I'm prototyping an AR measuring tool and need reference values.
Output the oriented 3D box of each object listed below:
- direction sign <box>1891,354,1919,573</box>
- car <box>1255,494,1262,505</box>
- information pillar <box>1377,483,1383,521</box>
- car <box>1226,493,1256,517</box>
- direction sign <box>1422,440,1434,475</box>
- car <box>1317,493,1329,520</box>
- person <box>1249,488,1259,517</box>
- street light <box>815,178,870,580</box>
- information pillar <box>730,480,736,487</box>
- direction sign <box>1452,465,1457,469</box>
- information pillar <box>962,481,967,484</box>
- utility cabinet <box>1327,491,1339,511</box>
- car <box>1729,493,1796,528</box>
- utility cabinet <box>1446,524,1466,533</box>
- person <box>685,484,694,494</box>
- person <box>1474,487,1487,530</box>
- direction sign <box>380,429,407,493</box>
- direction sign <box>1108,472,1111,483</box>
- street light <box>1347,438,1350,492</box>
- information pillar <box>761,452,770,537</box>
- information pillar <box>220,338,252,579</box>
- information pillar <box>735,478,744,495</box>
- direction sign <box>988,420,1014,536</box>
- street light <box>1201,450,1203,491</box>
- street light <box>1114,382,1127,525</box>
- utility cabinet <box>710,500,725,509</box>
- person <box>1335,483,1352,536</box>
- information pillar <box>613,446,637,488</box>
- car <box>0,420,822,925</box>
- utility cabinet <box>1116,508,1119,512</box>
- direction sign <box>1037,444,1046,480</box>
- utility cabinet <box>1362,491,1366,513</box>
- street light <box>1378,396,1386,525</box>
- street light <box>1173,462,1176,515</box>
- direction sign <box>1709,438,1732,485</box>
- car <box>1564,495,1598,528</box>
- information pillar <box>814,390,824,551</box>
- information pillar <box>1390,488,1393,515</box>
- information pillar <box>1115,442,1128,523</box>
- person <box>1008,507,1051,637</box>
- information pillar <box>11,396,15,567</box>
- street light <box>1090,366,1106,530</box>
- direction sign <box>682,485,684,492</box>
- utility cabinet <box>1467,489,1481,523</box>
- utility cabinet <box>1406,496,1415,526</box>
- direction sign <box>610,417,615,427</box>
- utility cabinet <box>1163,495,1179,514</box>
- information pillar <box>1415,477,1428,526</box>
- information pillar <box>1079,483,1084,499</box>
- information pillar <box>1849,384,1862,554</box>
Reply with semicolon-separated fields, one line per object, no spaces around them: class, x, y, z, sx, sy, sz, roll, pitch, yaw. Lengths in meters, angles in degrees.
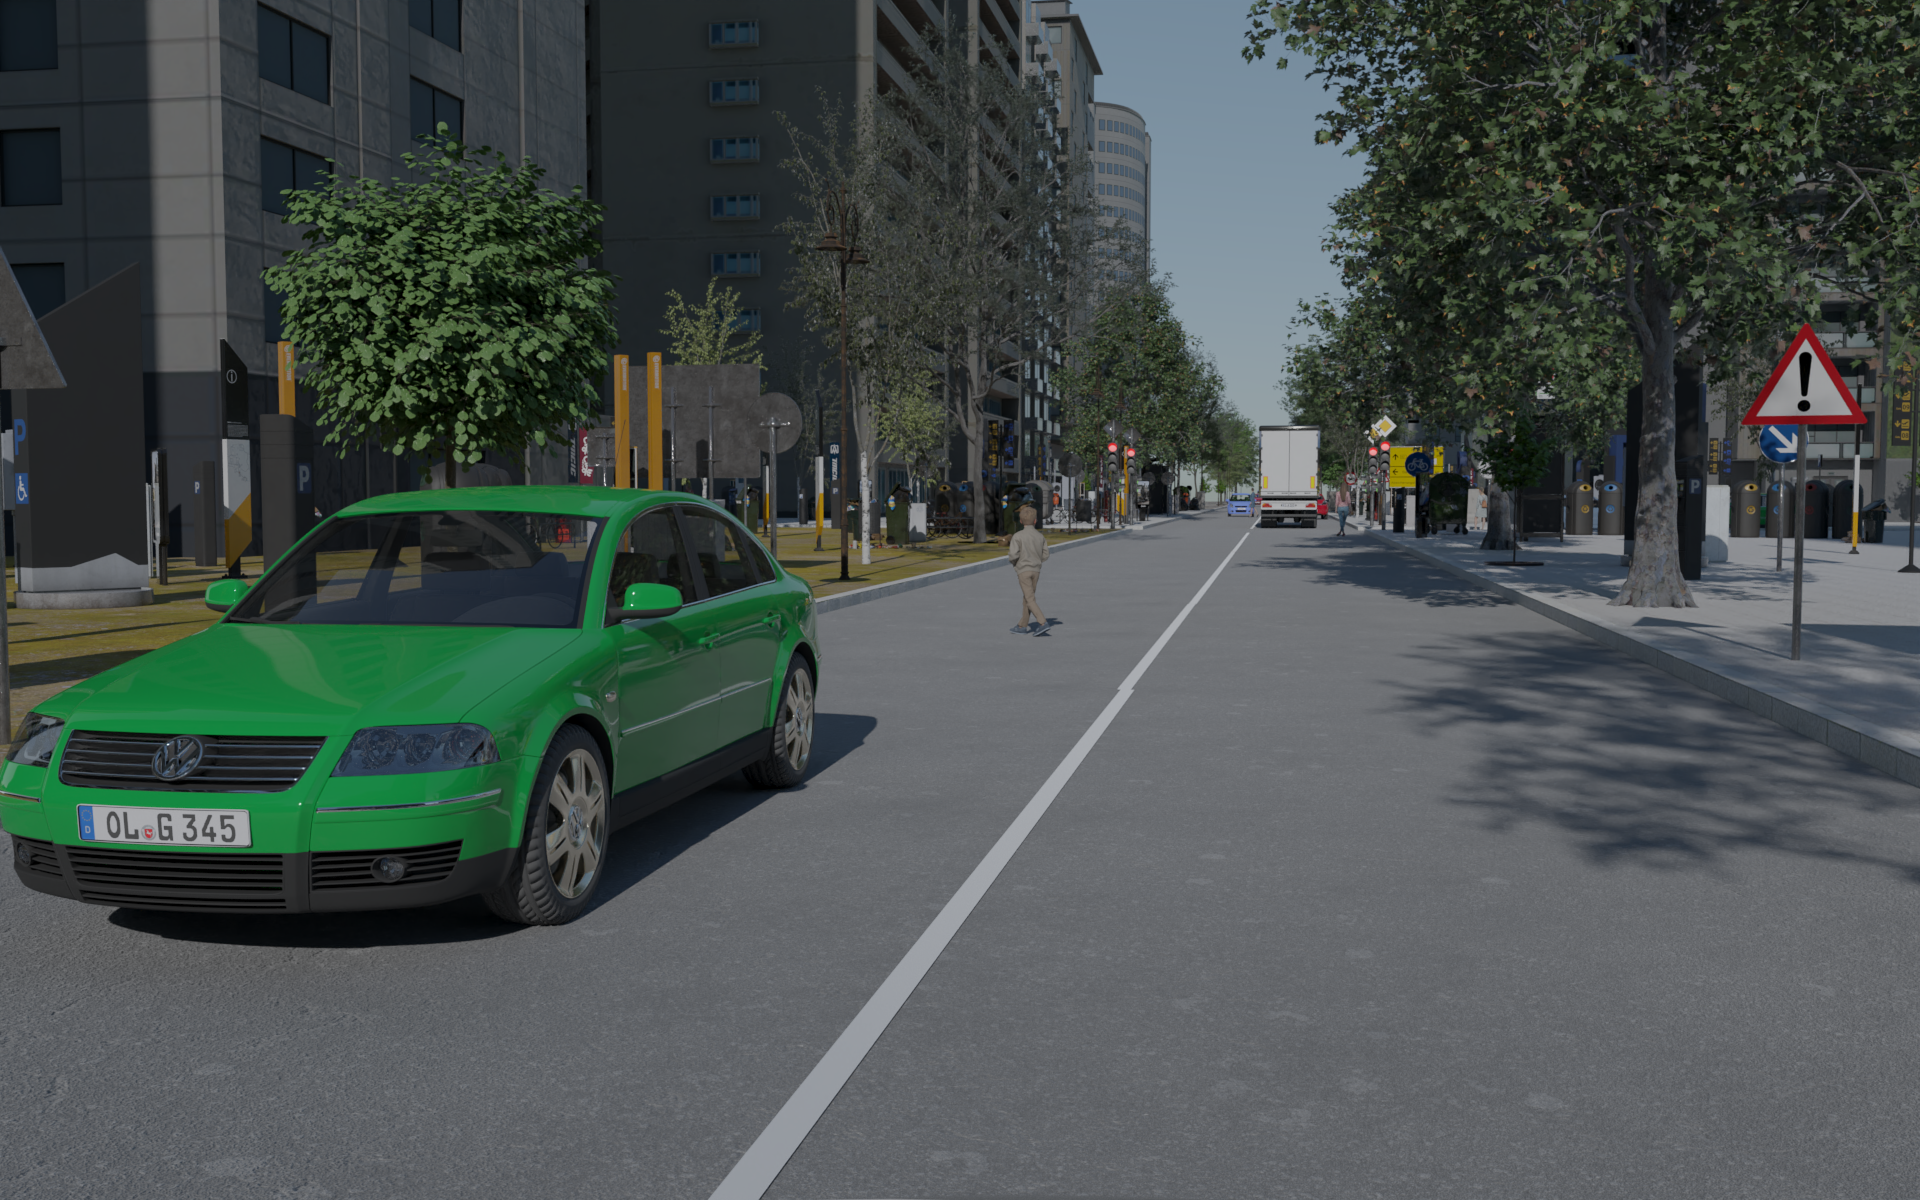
direction sign;15.525;-2.213;28.177;0.876;3.537;0.379;-1;4;-13
car;34.365;-11.678;199.974;2.155;1.783;4.494;1;4;10
information pillar;19.786;-5.499;81.264;0.183;3.616;0.504;0;4;-7
car;17.955;-6.183;110.678;1.945;1.707;3.694;1;4;9
direction sign;19.418;-4.888;71.922;0.379;3.537;0.876;-1;4;-17
car;20.026;-5.497;98.910;2.155;1.783;4.494;1;4;9
person;18.036;-5.989;106.449;0.654;1.822;0.581;3;5;41
street light;-1.728;-3.240;25.768;0.468;5.910;1.993;1;4;10
information pillar;-11.706;-5.222;89.867;0.304;2.012;0.304;-3;5;-39
direction sign;38.028;-8.640;133.268;0.876;3.537;0.379;1;4;12
information pillar;0.266;-5.862;100.330;0.304;2.012;0.304;0;4;1
utility cabinet;27.545;-7.268;127.508;1.173;1.500;0.318;-2;4;-28
car;28.723;-3.329;63.232;4.718;1.807;1.959;1;4;8
utility cabinet;16.669;-2.873;58.138;0.306;1.237;1.020;0;4;-7
person;-11.083;-3.815;70.851;0.573;1.828;0.580;-2;4;-35
person;19.798;-3.442;65.777;0.512;1.701;0.522;-2;4;-25
direction sign;-9.884;-2.343;30.297;0.379;3.537;0.876;1;4;13
direction sign;10.784;-7.996;122.729;0.379;3.537;0.876;-2;4;-34
street light;23.945;-8.206;106.952;0.468;5.910;1.993;1;4;10
information pillar;-5.753;-3.666;51.295;0.183;3.616;0.504;-1;4;-18
information pillar;-11.025;-2.141;26.364;0.183;3.616;0.504;1;4;20
information pillar;-9.644;-5.200;76.366;0.504;3.616;0.183;0;4;3
direction sign;1.254;-3.725;52.904;0.876;3.537;0.379;2;4;27
street light;20.684;-10.701;147.747;0.468;5.910;1.993;1;4;10
street light;6.637;-6.038;71.509;0.468;5.910;1.993;1;4;10
utility cabinet;-3.197;-0.522;19.691;1.020;1.237;0.306;1;4;16
person;12.964;-3.059;58.529;0.555;1.821;0.388;0;4;-2
information pillar;-5.184;-1.367;26.844;0.304;2.012;0.304;-2;4;-29
car;-1.888;0.093;7.277;1.959;1.807;4.718;1;4;10
utility cabinet;11.516;-6.855;120.752;1.173;1.500;0.318;0;4;-1
direction sign;3.714;-5.320;78.981;0.379;3.537;0.876;2;4;26
utility cabinet;29.707;-7.416;129.930;1.173;1.500;0.318;-1;4;-18
street light;17.299;-6.015;71.133;0.468;5.910;1.993;1;4;10
street light;13.429;-8.283;108.222;0.468;5.910;1.993;1;4;10
direction sign;30.613;-4.758;69.794;0.876;3.537;0.379;0;4;3
car;23.495;-3.244;65.045;4.499;1.417;2.014;1;4;10
information pillar;-3.148;-2.898;38.736;0.183;3.616;0.504;-1;4;-15
information pillar;25.938;-6.070;103.740;0.304;2.012;0.304;0;4;-1
information pillar;7.264;-5.254;77.262;0.504;3.616;0.183;1;4;19
person;0.684;-0.289;17.502;0.475;1.303;0.640;-3;5;-44
information pillar;-16.589;-2.391;30.439;0.183;3.616;0.504;-2;4;-28
street light;4.996;-5.490;62.543;0.468;5.910;1.993;1;4;10
direction sign;-10.311;-4.425;64.350;0.876;3.537;0.379;-2;4;-32
utility cabinet;22.198;-4.088;75.521;1.173;1.500;0.318;-2;4;-25
utility cabinet;18.554;-3.593;69.903;1.020;1.237;0.306;1;4;22
direction sign;-9.803;-3.601;50.872;0.876;3.537;0.379;-1;4;-21
utility cabinet;13.849;-6.278;113.814;1.020;1.237;0.306;0;4;0
information pillar;15.155;-3.204;56.872;0.304;2.012;0.304;-2;4;-34
information pillar;7.890;-6.602;112.430;0.304;2.012;0.304;-1;4;-15
information pillar;19.161;-2.793;37.016;0.183;3.616;0.504;2;4;24
